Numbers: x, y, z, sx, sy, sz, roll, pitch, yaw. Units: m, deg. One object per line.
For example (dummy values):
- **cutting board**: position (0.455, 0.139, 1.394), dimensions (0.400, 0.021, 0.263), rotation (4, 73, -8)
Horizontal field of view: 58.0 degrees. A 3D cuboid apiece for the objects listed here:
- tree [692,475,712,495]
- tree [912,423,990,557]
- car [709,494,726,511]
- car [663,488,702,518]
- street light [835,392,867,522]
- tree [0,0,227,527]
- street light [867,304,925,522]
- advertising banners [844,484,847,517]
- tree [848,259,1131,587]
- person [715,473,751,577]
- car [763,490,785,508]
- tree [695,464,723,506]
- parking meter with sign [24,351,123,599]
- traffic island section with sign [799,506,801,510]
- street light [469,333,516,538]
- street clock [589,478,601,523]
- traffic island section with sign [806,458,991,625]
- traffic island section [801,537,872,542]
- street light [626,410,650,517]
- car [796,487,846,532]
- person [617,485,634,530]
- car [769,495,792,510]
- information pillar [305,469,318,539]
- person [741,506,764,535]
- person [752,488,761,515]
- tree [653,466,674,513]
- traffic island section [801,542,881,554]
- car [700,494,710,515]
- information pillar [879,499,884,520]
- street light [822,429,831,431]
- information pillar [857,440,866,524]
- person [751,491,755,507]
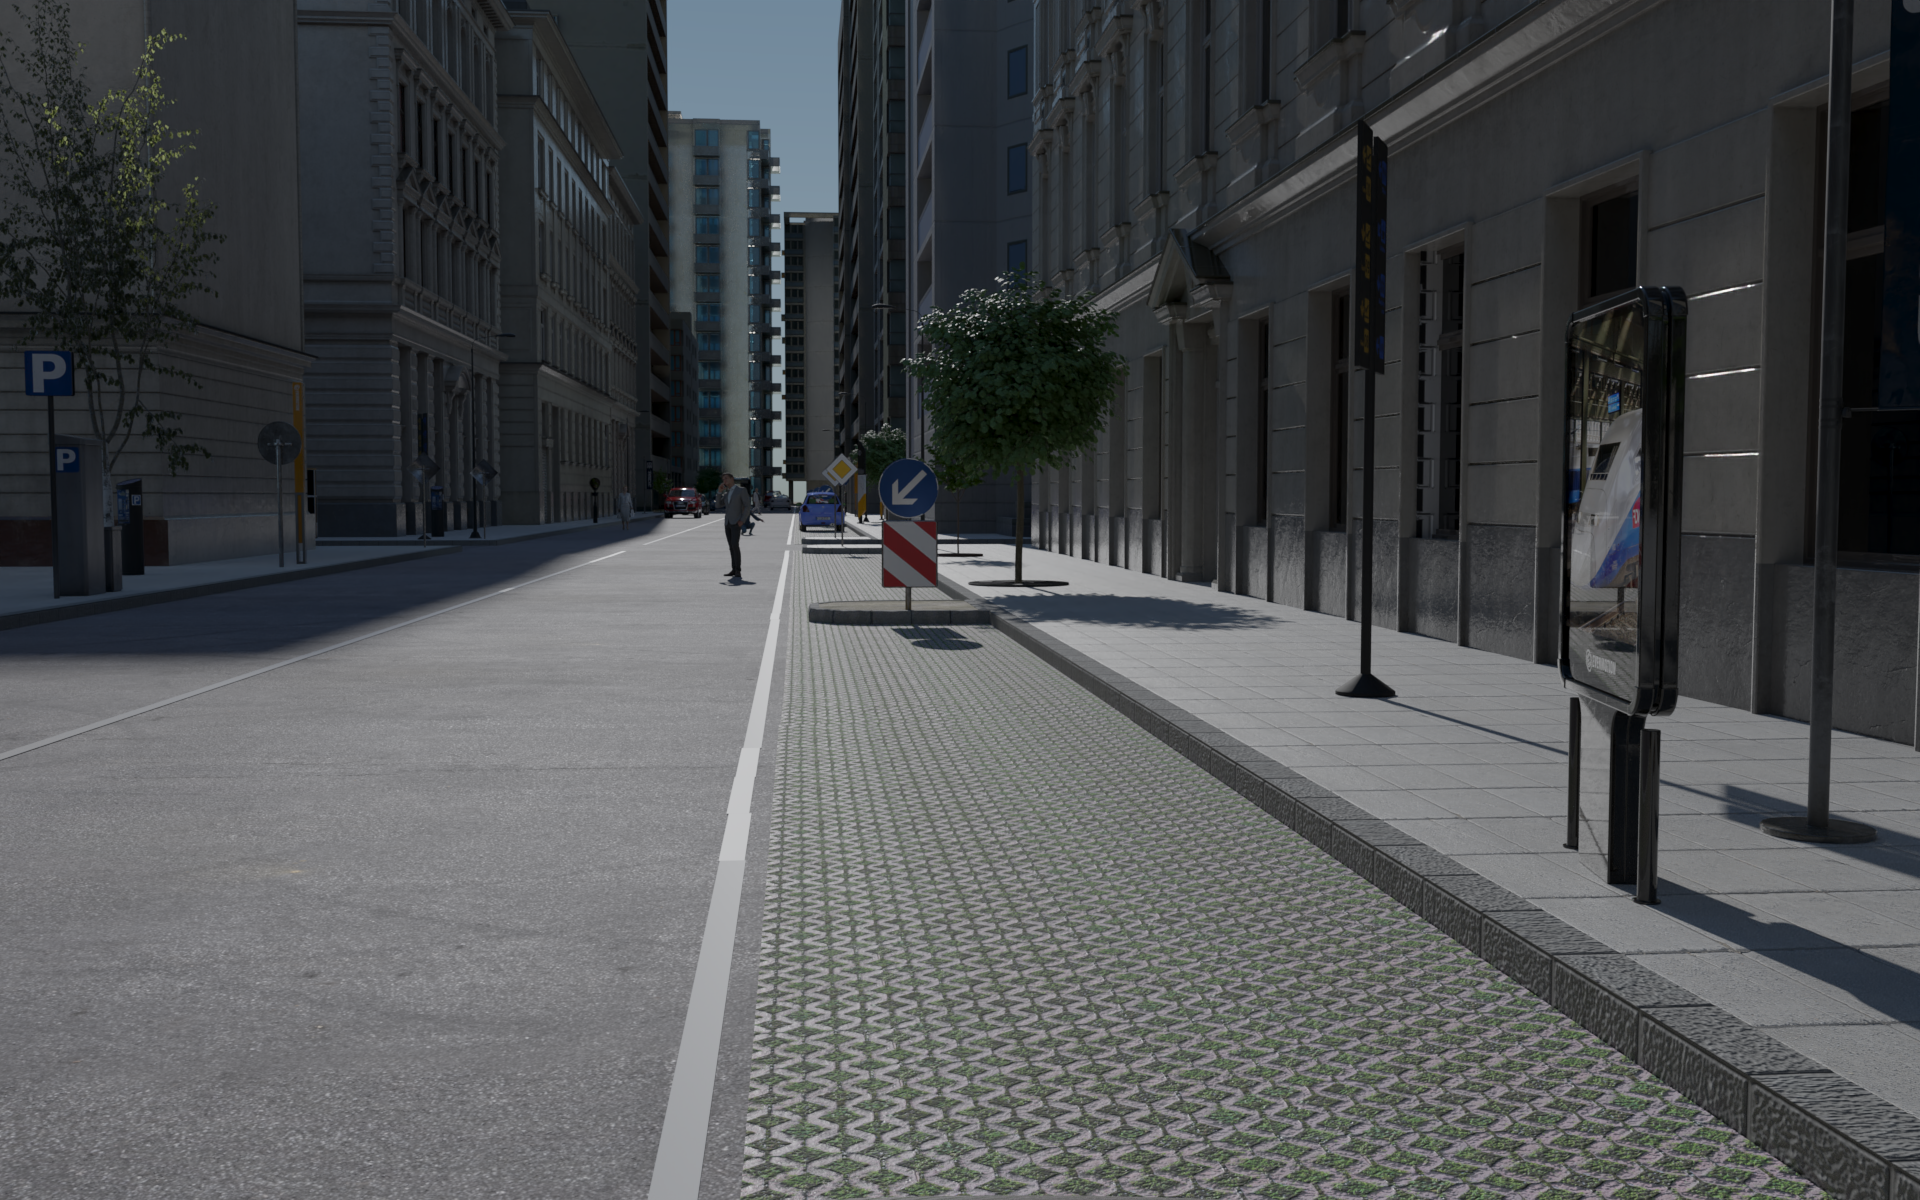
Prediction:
- **tree**: position (-26.725, -11.376, 180.592), dimensions (1.663, 3.219, 1.824), rotation (0, 3, 0)
- **tree**: position (-0.169, -2.506, 35.582), dimensions (1.663, 3.219, 1.824), rotation (0, 3, 0)
- **car**: position (-20.279, -8.264, 147.123), dimensions (2.014, 1.417, 4.499), rotation (0, 4, -4)
- **car**: position (-16.614, -5.830, 103.985), dimensions (2.281, 1.827, 5.304), rotation (0, 4, -6)
- **street light**: position (-4.852, -6.531, 79.328), dimensions (1.470, 5.913, 1.316), rotation (0, 4, -5)
- **tree**: position (-12.581, -4.580, 25.242), dimensions (4.360, 8.622, 3.978), rotation (0, 3, 0)
- **street light**: position (-1.458, -4.279, 42.502), dimensions (1.470, 5.913, 1.316), rotation (0, 4, -5)
- **advertising banners**: position (-6.595, -6.304, 99.251), dimensions (0.090, 3.025, 2.074), rotation (0, 4, -7)
- **tree**: position (0.762, -2.487, 24.375), dimensions (4.285, 4.588, 4.351), rotation (0, 3, 0)
- **person**: position (-3.953, -1.313, 30.142), dimensions (0.473, 1.802, 0.592), rotation (-3, 4, -39)
- **car**: position (-19.554, -10.584, 181.723), dimensions (2.281, 1.827, 5.304), rotation (0, 4, -5)
- **tree**: position (-27.047, -12.465, 187.519), dimensions (4.285, 4.588, 4.351), rotation (0, 3, 0)
- **parking meter with sign**: position (-11.181, -1.573, 21.979), dimensions (0.543, 3.016, 1.738), rotation (0, 4, -7)
- **traffic island section with sign**: position (-5.966, -4.093, 75.550), dimensions (1.989, 1.847, 2.006), rotation (0, 4, -5)
- **street light**: position (-13.516, -4.742, 50.079), dimensions (1.470, 5.913, 1.316), rotation (0, 4, -5)
- **street clock**: position (-16.074, -4.387, 76.291), dimensions (0.471, 2.002, 0.358), rotation (-1, 4, -16)
- **traffic island section with sign**: position (-0.740, -0.685, 19.829), dimensions (1.989, 1.847, 2.006), rotation (0, 4, -5)
- **traffic island section**: position (-3.611, -1.723, 50.447), dimensions (2.009, 0.180, 2.903), rotation (0, 4, -5)
- **street light**: position (-17.862, -7.545, 95.909), dimensions (1.470, 5.913, 1.316), rotation (0, 4, -5)
- **car**: position (-5.356, -3.504, 66.877), dimensions (1.945, 1.707, 3.694), rotation (0, 4, -7)
- **person**: position (-13.291, -3.673, 68.913), dimensions (0.694, 1.780, 0.624), rotation (0, 4, 1)
- **car**: position (-15.984, -8.682, 154.309), dimensions (2.083, 1.381, 4.827), rotation (0, 4, -5)
- **information pillar**: position (-18.725, -2.781, 49.969), dimensions (0.304, 2.012, 0.304), rotation (-1, 4, -12)
- **person**: position (-7.376, -2.861, 60.783), dimensions (1.012, 1.151, 0.738), rotation (-1, 4, -20)
- **person**: position (-13.892, -6.703, 117.967), dimensions (0.818, 1.842, 0.514), rotation (1, 4, 9)
- **tree**: position (-20.355, -7.580, 118.532), dimensions (1.663, 3.219, 1.824), rotation (0, 3, 0)
- **traffic island section**: position (-2.866, -1.236, 42.497), dimensions (2.009, 0.180, 2.903), rotation (0, 4, -5)
- **car**: position (-18.174, -6.681, 119.013), dimensions (2.009, 1.686, 4.222), rotation (0, 4, -5)
- **information pillar**: position (-3.842, -5.755, 85.448), dimensions (0.183, 3.616, 0.504), rotation (1, 4, 13)
- **street light**: position (-9.186, -9.299, 124.578), dimensions (1.470, 5.913, 1.316), rotation (0, 4, -5)
- **information pillar**: position (-4.251, -5.108, 74.871), dimensions (0.183, 3.616, 0.504), rotation (-3, 5, -40)
- **person**: position (-23.400, -11.477, 196.143), dimensions (0.705, 1.824, 1.348), rotation (1, 4, 21)
